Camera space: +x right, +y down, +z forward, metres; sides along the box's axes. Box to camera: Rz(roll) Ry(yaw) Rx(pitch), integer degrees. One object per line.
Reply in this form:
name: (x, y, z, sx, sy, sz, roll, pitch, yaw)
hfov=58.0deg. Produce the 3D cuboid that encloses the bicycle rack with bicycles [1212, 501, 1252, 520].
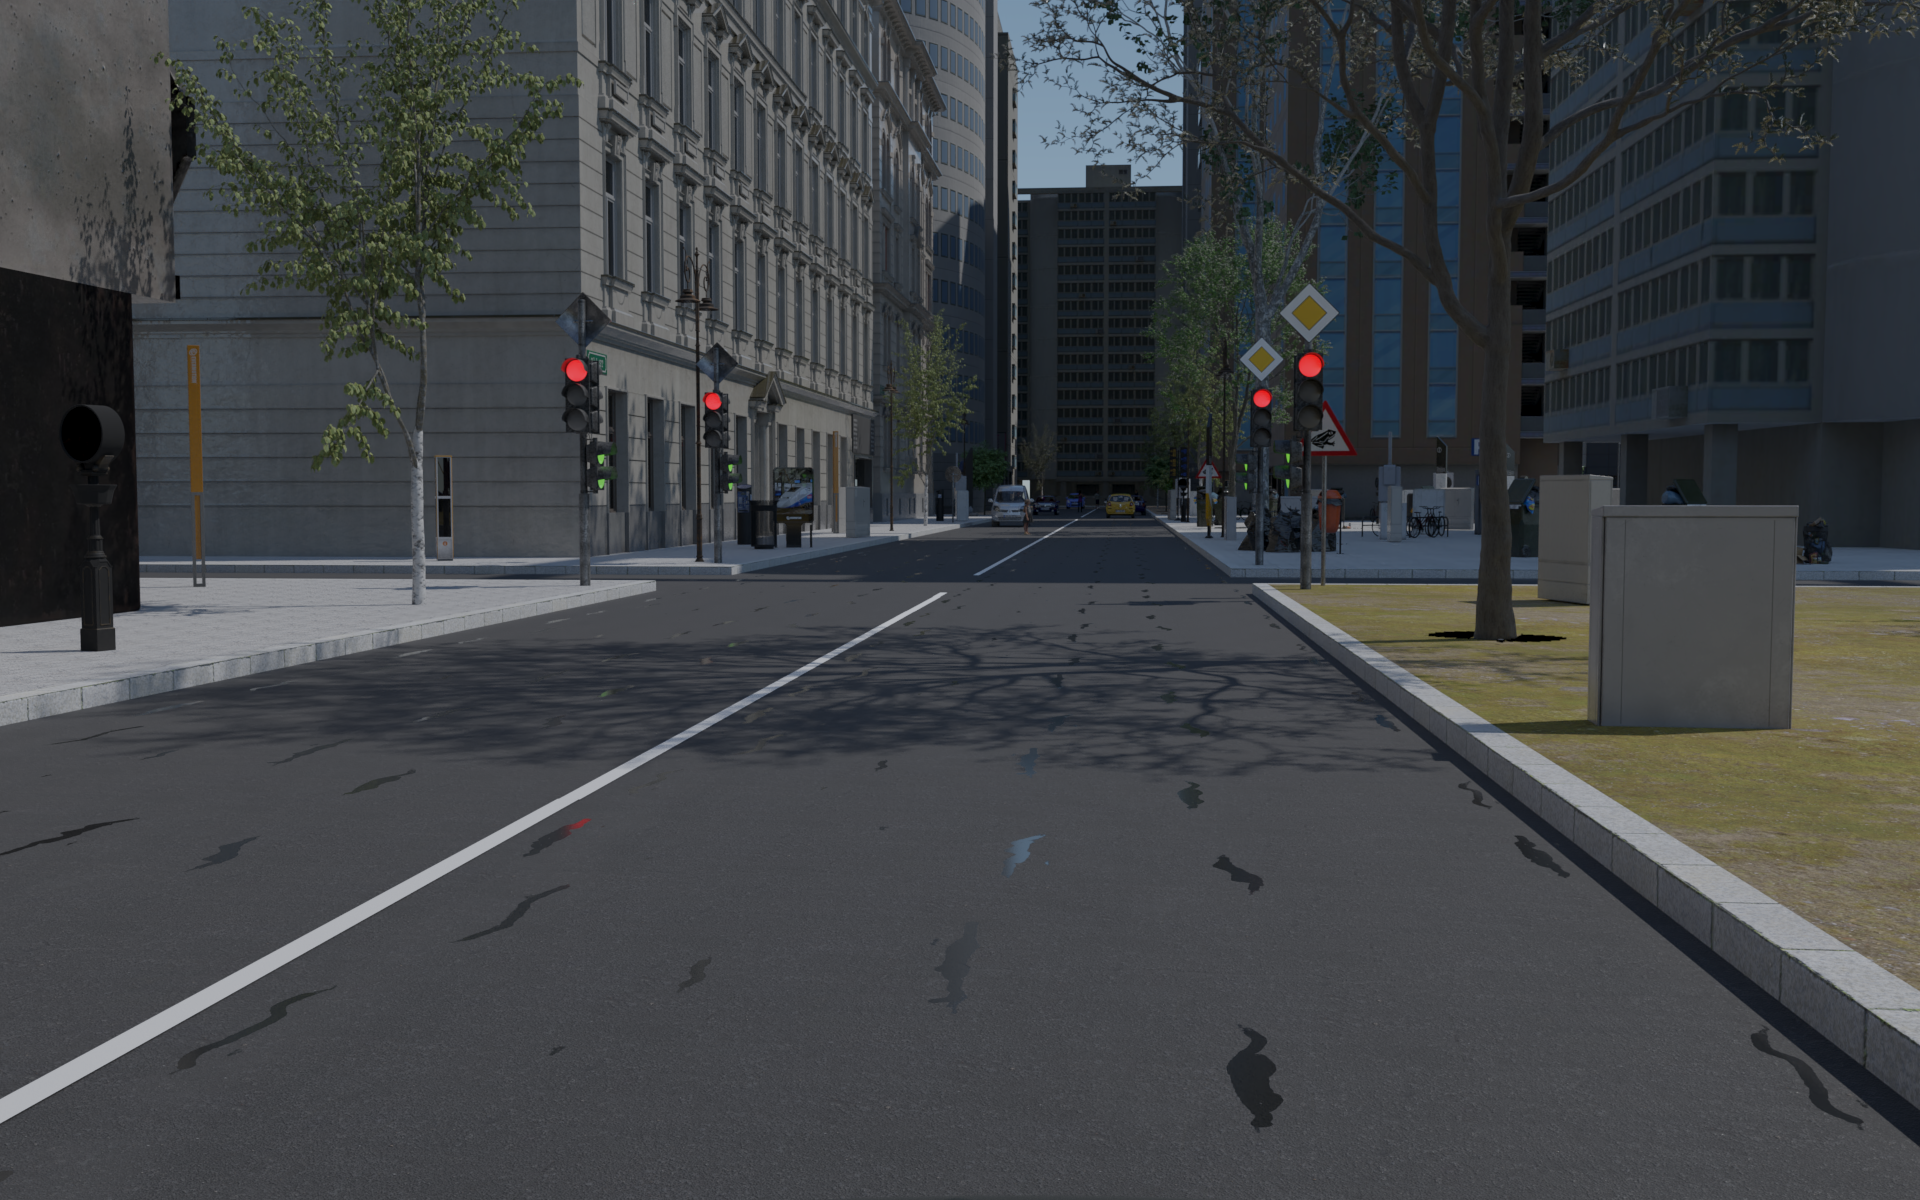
bicycle rack with bicycles: (13.832, -4.426, 85.743, 2.852, 0.926, 2.925, -1, 4, -11)

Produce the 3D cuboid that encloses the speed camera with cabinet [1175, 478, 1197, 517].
speed camera with cabinet: (13.252, -6.393, 98.857, 0.660, 3.252, 2.038, -3, 5, -42)

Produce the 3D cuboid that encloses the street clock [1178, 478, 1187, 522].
street clock: (10.261, -4.580, 79.452, 0.471, 2.002, 0.358, 3, 5, 42)

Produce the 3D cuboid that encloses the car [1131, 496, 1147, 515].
car: (11.711, -6.407, 117.341, 1.945, 1.354, 3.894, 0, 4, 4)

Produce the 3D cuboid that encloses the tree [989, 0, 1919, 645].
tree: (4.586, -6.395, 14.929, 12.009, 13.543, 11.850, 0, 3, 0)

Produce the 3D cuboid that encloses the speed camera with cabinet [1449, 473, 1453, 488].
speed camera with cabinet: (19.050, -4.671, 70.714, 2.038, 3.252, 0.660, 0, 4, -2)

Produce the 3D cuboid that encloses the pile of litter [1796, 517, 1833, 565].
pile of litter: (15.601, -1.112, 32.145, 1.719, 0.858, 1.176, -3, 5, -43)

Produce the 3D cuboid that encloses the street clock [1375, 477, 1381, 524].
street clock: (17.915, -4.248, 74.018, 0.358, 2.002, 0.471, 0, 4, -7)

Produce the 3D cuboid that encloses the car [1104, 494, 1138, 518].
car: (9.592, -5.695, 103.340, 2.015, 1.641, 3.980, 0, 4, 6)

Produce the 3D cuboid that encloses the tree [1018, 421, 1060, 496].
tree: (8.043, -13.727, 174.804, 4.360, 8.622, 3.978, 0, 3, 0)

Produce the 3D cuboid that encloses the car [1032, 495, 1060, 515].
car: (5.919, -6.518, 119.145, 1.945, 1.354, 3.894, 0, 4, 5)

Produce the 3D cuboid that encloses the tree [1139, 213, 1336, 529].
tree: (10.200, -8.464, 64.134, 9.928, 11.665, 9.643, 0, 3, 0)

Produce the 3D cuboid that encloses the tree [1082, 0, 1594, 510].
tree: (8.419, -11.291, 40.491, 12.611, 20.169, 13.585, 0, 3, 0)

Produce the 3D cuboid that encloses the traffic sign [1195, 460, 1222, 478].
traffic sign: (8.380, -3.573, 58.421, 0.884, 2.594, 0.081, 1, 4, 13)

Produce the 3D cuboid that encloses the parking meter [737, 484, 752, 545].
parking meter: (-5.461, -2.169, 43.880, 0.372, 1.533, 0.369, 0, 3, 0)

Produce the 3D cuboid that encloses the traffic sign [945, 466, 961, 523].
traffic sign: (-0.317, -4.769, 78.071, 0.768, 2.556, 0.104, 1, 4, 14)

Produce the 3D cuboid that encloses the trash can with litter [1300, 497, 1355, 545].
trash can with litter: (8.916, -2.061, 44.757, 1.678, 1.210, 2.233, -1, 4, -9)

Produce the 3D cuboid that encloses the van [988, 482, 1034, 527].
van: (2.290, -4.289, 77.137, 2.013, 2.044, 4.112, 0, 4, 4)

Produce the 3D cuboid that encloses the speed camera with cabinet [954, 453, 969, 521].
speed camera with cabinet: (0.069, -5.390, 82.466, 0.660, 3.252, 2.038, 0, 4, -4)

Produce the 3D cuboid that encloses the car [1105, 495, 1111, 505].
car: (12.882, -7.976, 142.416, 2.014, 1.417, 4.499, 0, 4, 7)

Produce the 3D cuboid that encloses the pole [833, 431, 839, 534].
pole: (-4.019, -3.805, 56.054, 0.158, 3.312, 0.155, 0, 3, 0)

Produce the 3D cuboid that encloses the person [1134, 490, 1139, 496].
person: (14.928, -8.476, 147.089, 0.705, 1.822, 1.348, -2, 4, -24)

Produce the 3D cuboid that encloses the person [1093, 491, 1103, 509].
person: (13.074, -9.472, 164.151, 1.217, 1.735, 0.721, -2, 4, -35)

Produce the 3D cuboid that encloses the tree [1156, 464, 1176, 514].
tree: (13.337, -7.024, 109.444, 1.663, 3.219, 1.824, 0, 3, 0)

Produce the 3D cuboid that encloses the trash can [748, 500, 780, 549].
trash can: (-4.568, -1.755, 40.348, 0.748, 1.137, 0.748, 0, 3, 0)

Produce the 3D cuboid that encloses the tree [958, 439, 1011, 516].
tree: (1.414, -7.357, 104.002, 4.285, 4.588, 4.351, 0, 3, 0)

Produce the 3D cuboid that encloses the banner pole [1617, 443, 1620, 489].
banner pole: (29.822, -5.412, 78.497, 0.401, 3.779, 0.863, 1, 4, 20)

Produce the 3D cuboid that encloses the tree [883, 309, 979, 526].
tree: (-1.347, -7.296, 69.652, 4.737, 8.622, 4.395, 0, 3, 0)

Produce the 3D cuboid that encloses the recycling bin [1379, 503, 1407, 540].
recycling bin: (12.220, -2.225, 48.932, 0.722, 1.027, 0.722, 1, 4, 10)

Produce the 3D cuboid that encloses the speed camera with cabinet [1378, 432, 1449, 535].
speed camera with cabinet: (14.328, -3.704, 54.896, 2.038, 3.252, 0.660, 1, 4, 16)

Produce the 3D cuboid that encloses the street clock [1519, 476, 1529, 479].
street clock: (22.257, -3.902, 68.371, 0.358, 2.002, 0.471, 3, 5, 45)

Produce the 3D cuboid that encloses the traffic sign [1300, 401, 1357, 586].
traffic sign: (5.080, -1.478, 24.169, 0.884, 2.594, 0.081, 0, 4, 8)

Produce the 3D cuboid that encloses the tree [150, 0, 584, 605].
tree: (-6.524, -4.251, 19.866, 4.737, 8.622, 4.395, 0, 3, 0)

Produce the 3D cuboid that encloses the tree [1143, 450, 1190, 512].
tree: (14.973, -8.694, 125.867, 4.285, 4.588, 4.351, 0, 3, 0)

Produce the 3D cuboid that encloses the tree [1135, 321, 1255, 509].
tree: (10.533, -7.555, 73.884, 4.737, 8.622, 4.395, 0, 3, 0)

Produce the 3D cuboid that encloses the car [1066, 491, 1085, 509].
car: (11.363, -9.817, 170.099, 1.945, 1.707, 3.694, 0, 4, 7)

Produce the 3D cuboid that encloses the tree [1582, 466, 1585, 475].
tree: (36.241, -6.602, 102.549, 1.663, 3.219, 1.824, 0, 3, 0)

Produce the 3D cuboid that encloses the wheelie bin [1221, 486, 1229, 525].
wheelie bin: (10.814, -3.846, 70.793, 0.980, 1.594, 0.693, -3, 4, -38)

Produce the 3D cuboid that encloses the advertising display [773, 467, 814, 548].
advertising display: (-3.983, -2.215, 41.426, 0.974, 1.923, 0.123, -1, 4, -14)

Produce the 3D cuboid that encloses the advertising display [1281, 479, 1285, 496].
advertising display: (13.414, -4.082, 71.952, 0.123, 1.923, 0.974, 1, 4, 9)

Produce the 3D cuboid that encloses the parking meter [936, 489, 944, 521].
parking meter: (-0.949, -4.503, 82.031, 0.372, 1.533, 0.369, 0, 3, 0)

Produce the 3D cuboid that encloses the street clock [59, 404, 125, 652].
street clock: (-7.064, -0.585, 14.137, 0.471, 2.002, 0.358, 1, 4, 21)

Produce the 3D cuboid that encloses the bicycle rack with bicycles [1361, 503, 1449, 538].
bicycle rack with bicycles: (13.513, -2.348, 51.772, 2.925, 0.926, 2.852, -2, 4, -35)

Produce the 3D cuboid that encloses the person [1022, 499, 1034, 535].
person: (2.399, -2.918, 60.872, 0.373, 1.253, 0.362, 2, 4, 30)

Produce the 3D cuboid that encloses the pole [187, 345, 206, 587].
pole: (-10.522, -1.836, 23.858, 0.158, 3.312, 0.155, 0, 3, 0)

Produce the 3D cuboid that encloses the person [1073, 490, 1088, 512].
person: (9.434, -7.743, 135.774, 1.217, 1.739, 0.721, 1, 4, 17)

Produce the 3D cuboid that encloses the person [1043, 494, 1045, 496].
person: (6.483, -7.583, 135.711, 0.599, 1.433, 0.991, 2, 4, 29)

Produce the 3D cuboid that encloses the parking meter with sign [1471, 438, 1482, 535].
parking meter with sign: (16.583, -3.579, 54.775, 0.543, 3.016, 1.738, 2, 4, 26)
